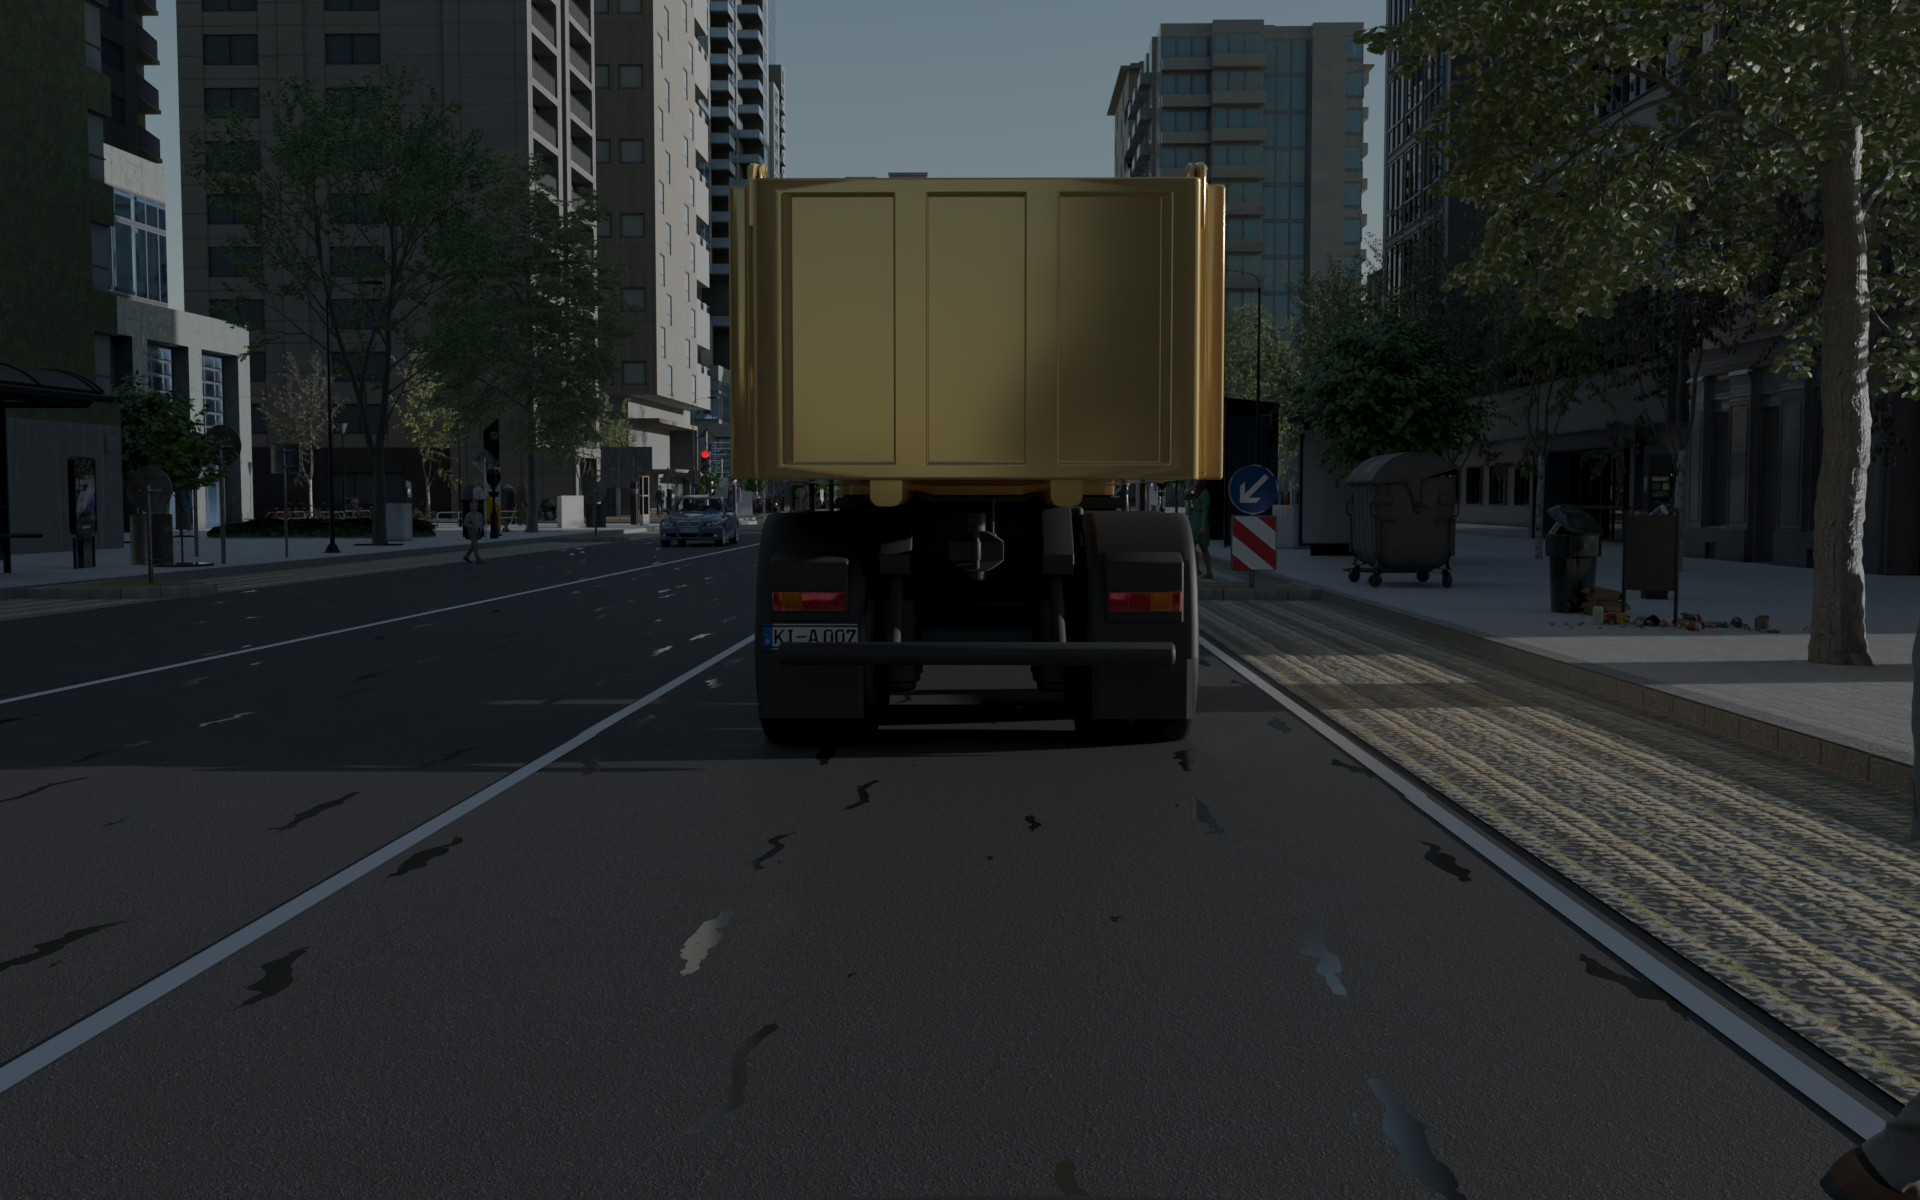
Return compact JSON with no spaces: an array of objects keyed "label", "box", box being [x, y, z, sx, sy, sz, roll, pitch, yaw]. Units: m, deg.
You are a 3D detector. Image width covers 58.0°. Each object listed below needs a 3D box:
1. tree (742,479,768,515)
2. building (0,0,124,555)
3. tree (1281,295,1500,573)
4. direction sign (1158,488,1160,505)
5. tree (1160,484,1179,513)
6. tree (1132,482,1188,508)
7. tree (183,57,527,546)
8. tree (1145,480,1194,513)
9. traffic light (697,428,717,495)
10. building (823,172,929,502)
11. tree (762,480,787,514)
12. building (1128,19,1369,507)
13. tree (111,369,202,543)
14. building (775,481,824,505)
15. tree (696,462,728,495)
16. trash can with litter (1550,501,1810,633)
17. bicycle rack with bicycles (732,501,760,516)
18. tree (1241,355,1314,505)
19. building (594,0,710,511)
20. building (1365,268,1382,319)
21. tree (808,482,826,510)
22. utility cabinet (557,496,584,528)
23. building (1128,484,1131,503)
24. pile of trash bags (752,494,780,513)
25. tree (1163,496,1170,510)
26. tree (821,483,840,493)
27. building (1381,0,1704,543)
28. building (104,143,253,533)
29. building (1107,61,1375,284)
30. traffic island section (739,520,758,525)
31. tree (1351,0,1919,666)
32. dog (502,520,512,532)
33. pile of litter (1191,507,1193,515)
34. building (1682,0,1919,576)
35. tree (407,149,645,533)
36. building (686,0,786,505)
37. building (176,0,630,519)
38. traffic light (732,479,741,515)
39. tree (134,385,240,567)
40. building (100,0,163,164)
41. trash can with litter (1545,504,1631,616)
[{"label":"tree","box":[-13.058,-6.943,108.124,1.663,3.219,1.824,0,3,0]},{"label":"building","box":[-26.983,-21.378,33.124,14.154,41.232,14.086,0,4,1]},{"label":"tree","box":[7.053,-2.755,28.759,4.285,4.588,4.351,0,3,0]},{"label":"direction sign","box":[7.977,-4.732,69.365,0.379,3.537,0.876,3,5,41]},{"label":"tree","box":[13.797,-10.216,117.385,4.737,8.622,4.395,0,3,0]},{"label":"tree","box":[12.705,-9.873,111.791,4.360,8.622,3.978,0,3,0]},{"label":"tree","box":[-14.507,-7.146,42.591,9.928,11.665,9.643,0,3,0]},{"label":"tree","box":[7.188,-4.514,57.513,4.285,4.588,4.351,0,3,0]},{"label":"traffic light","box":[-10.840,-5.215,74.183,0.839,4.253,0.868,0,4,1]},{"label":"building","box":[-7.718,-39.189,260.342,30.456,49.044,23.786,0,4,1]},{"label":"tree","box":[-12.552,-9.898,112.191,4.360,8.622,3.978,0,3,0]},{"label":"building","box":[29.089,-34.296,180.341,23.786,49.044,30.456,0,4,1]},{"label":"tree","box":[-21.686,-3.781,45.530,4.285,4.588,4.351,0,3,0]},{"label":"building","box":[-32.490,-22.429,211.751,28.899,21.520,27.650,0,4,1]},{"label":"tree","box":[-13.387,-5.931,91.568,1.663,3.219,1.824,0,3,0]},{"label":"trash can with litter","box":[6.978,-0.338,16.587,2.233,1.210,1.678,3,5,40]},{"label":"bicycle rack with bicycles","box":[-13.613,-5.463,102.708,2.852,0.926,2.925,-3,5,-42]},{"label":"tree","box":[17.683,-8.633,91.507,4.360,8.622,3.978,0,3,0]},{"label":"building","box":[-35.530,-33.711,140.415,28.713,52.752,27.495,0,4,1]},{"label":"building","box":[58.969,-27.220,216.750,14.107,30.474,14.160,0,4,1]},{"label":"tree","box":[-12.027,-9.064,142.798,1.663,3.219,1.824,0,3,0]},{"label":"utility cabinet","box":[-14.773,-3.333,65.662,0.306,1.237,1.020,3,5,42]},{"label":"building","box":[22.186,-25.495,261.883,28.899,21.520,27.650,0,4,1]},{"label":"pile of trash bags","box":[-13.480,-6.496,115.969,1.912,1.369,3.447,1,4,19]},{"label":"tree","box":[16.316,-13.016,138.559,9.928,11.665,9.643,0,3,0]},{"label":"tree","box":[-11.981,-10.762,159.668,4.285,4.588,4.351,0,3,0]},{"label":"building","box":[22.230,-14.103,49.657,14.314,24.678,30.058,0,4,1]},{"label":"building","box":[-42.972,-45.300,53.326,31.000,86.520,22.319,0,4,1]},{"label":"building","box":[32.847,-37.922,209.267,28.713,52.752,27.495,0,4,1]},{"label":"traffic island section","box":[-10.705,-3.671,82.301,2.009,0.180,2.903,0,4,1]},{"label":"tree","box":[6.286,-5.781,12.640,7.486,12.596,7.792,0,3,0]},{"label":"dog","box":[-15.178,-2.474,58.189,0.550,0.427,0.748,2,4,25]},{"label":"pile of litter","box":[8.426,-2.955,62.275,1.719,0.858,1.176,1,4,19]},{"label":"building","box":[19.229,-10.799,25.711,9.793,20.994,18.267,0,4,1]},{"label":"tree","box":[-14.497,-8.557,58.036,7.486,12.596,7.792,0,3,0]},{"label":"building","box":[-39.033,-57.874,258.911,31.000,86.520,22.319,0,4,1]},{"label":"building","box":[-29.929,-40.383,98.518,20.563,71.187,20.611,0,4,1]},{"label":"traffic light","box":[-8.572,-6.574,82.155,4.771,5.953,1.251,0,4,1]},{"label":"tree","box":[-13.786,-2.202,30.610,1.663,3.219,1.824,0,3,0]},{"label":"building","box":[-62.674,-34.058,98.846,28.212,58.520,21.231,0,4,1]},{"label":"trash can with litter","box":[6.778,-0.440,18.584,0.624,1.170,1.055,-1,4,-20]}]
